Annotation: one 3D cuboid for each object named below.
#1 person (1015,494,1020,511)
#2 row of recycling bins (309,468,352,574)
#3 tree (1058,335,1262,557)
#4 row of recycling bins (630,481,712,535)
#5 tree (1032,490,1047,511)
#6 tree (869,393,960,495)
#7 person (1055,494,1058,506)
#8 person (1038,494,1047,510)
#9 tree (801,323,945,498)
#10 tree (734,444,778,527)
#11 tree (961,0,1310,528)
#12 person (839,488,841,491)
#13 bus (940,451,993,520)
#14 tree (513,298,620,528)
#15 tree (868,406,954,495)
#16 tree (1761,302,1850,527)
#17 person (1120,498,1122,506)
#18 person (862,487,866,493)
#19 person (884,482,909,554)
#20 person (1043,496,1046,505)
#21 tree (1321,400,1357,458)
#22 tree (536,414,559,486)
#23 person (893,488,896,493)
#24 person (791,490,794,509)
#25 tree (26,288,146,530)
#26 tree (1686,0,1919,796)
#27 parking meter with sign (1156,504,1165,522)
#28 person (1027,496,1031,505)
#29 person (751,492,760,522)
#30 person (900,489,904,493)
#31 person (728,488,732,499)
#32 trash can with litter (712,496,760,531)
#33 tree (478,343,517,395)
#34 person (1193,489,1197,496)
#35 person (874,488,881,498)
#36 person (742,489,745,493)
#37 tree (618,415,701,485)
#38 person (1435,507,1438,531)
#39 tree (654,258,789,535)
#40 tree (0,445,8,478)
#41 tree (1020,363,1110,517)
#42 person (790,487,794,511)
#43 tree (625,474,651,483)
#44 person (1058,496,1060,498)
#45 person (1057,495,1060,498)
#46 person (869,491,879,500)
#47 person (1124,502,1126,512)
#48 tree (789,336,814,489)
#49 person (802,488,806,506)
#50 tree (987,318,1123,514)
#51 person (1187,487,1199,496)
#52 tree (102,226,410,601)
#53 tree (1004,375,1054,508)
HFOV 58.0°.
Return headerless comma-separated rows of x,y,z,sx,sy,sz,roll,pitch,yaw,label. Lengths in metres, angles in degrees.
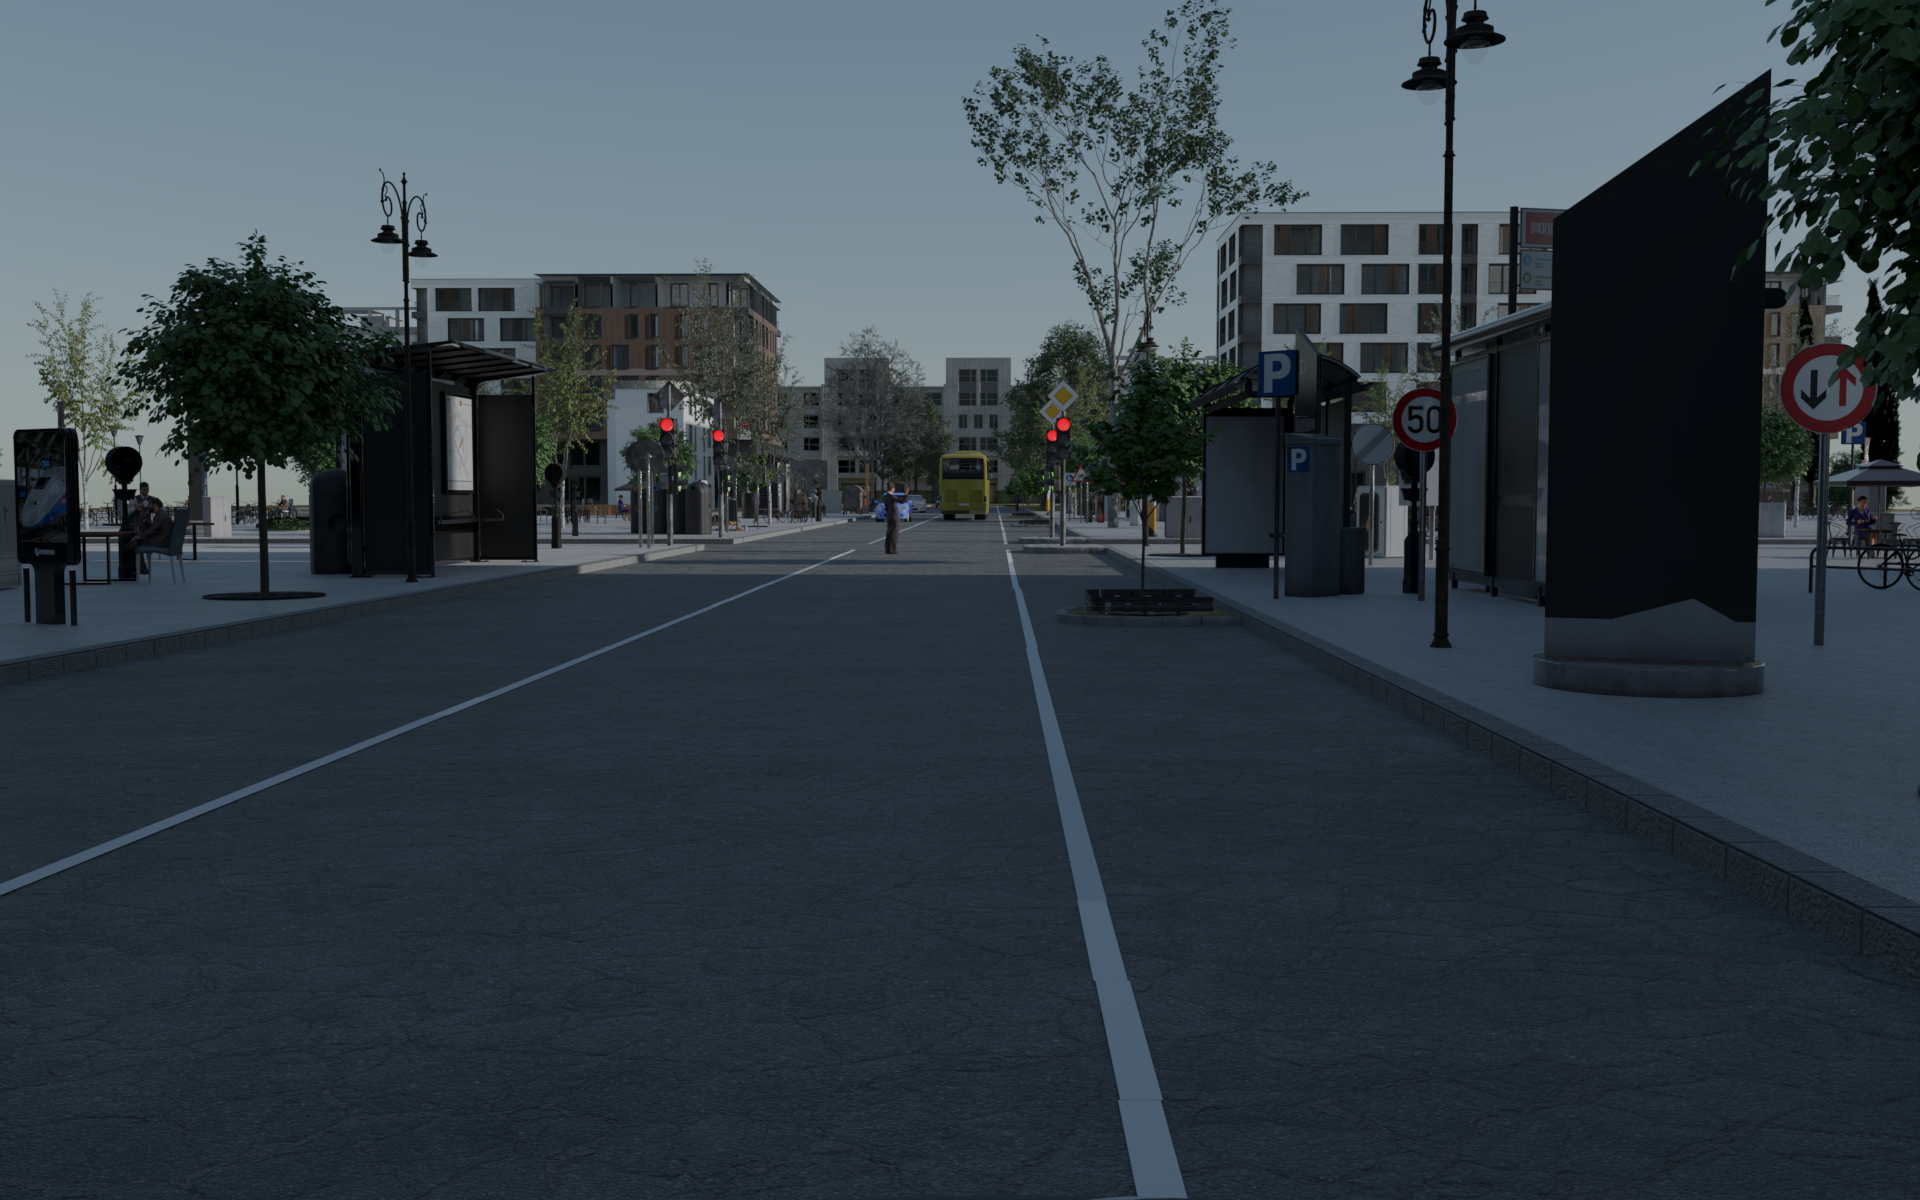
4.927,-8.385,146.397,0.445,1.727,0.742,-1,4,-13,person
-9.999,-1.359,29.333,1.069,1.692,3.534,0,4,1,row of recycling bins
4.620,-3.187,35.815,4.285,4.588,4.351,0,3,0,tree
-9.312,-2.978,55.805,3.534,1.692,1.069,3,5,39,row of recycling bins
6.972,-9.685,152.943,1.663,3.219,1.824,0,3,0,tree
-4.794,-16.606,188.511,9.611,12.733,9.660,0,3,0,tree
10.383,-11.253,190.745,1.217,1.743,0.721,-3,4,-37,person
6.788,-8.021,137.708,1.217,1.766,0.721,-1,4,-16,person
-6.467,-13.157,125.481,12.009,13.543,11.850,0,3,0,tree
-8.108,-4.447,67.307,1.663,3.219,1.824,0,3,0,tree
7.218,-12.793,65.061,12.611,20.169,13.585,0,3,0,tree
-11.144,-9.433,160.203,0.705,1.831,1.348,-1,4,-11,person
0.357,-6.553,98.689,2.896,3.916,12.252,0,4,2,bus
-15.088,-7.062,65.824,4.737,8.622,4.395,0,3,0,tree
-5.177,-14.569,172.607,8.767,10.594,7.601,0,4,7,tree
32.113,-7.116,66.715,4.360,8.622,3.978,0,3,0,tree
17.583,-11.220,189.484,1.348,1.824,0.705,-2,4,-33,person
-7.505,-7.856,134.360,0.709,1.838,0.599,-2,4,-31,person
-1.497,-1.961,41.366,0.742,1.727,0.445,1,4,20,person
9.509,-11.560,195.037,0.705,1.826,1.348,1,4,10,person
25.824,-10.515,122.288,4.360,8.622,3.978,0,3,0,tree
-15.751,-4.732,61.080,4.285,4.588,4.351,0,3,0,tree
-5.793,-9.093,154.655,0.705,1.831,1.348,2,4,31,person
-13.199,-8.017,137.795,0.621,1.740,0.551,1,4,22,person
-31.400,-6.850,62.367,4.737,8.622,4.395,0,3,0,tree
4.664,-1.423,6.984,4.285,4.588,4.351,0,3,0,tree
9.576,-5.127,80.079,1.738,3.016,0.543,1,4,22,parking meter with sign
8.046,-11.826,200.197,0.445,1.727,0.742,3,5,44,person
-9.453,-4.468,80.008,0.530,1.710,0.541,3,4,37,person
-5.387,-9.521,162.389,1.217,1.739,0.721,-2,4,-31,person
-18.505,-8.141,139.163,0.705,1.822,1.348,0,4,4,person
-8.277,-3.041,60.770,2.233,1.210,1.678,2,4,30,trash can with litter
-23.162,-8.149,83.593,4.360,8.622,3.978,0,3,0,tree
20.349,-8.783,150.567,0.541,1.710,0.530,1,4,22,person
-7.642,-9.247,157.174,0.705,1.831,1.348,2,4,35,person
-16.642,-7.794,134.254,0.721,1.735,1.217,-1,4,-21,person
-12.386,-5.366,71.449,4.285,4.588,4.351,0,3,0,tree
16.768,-2.820,60.436,0.859,0.850,0.655,0,4,-1,person
-7.427,-6.324,53.756,4.360,8.622,3.978,0,3,0,tree
-62.249,-8.212,97.170,11.467,7.101,20.602,-1,4,-11,tree
6.183,-8.934,96.434,4.737,8.622,4.395,0,3,0,tree
-12.608,-7.560,129.747,1.348,1.812,0.705,0,4,5,person
-15.706,-5.625,86.567,1.663,3.219,1.824,0,3,0,tree
9.438,-9.204,159.744,0.991,1.433,0.599,1,4,21,person
9.307,-9.107,155.764,1.217,1.723,0.721,1,4,22,person
-6.677,-7.630,130.810,1.348,1.822,0.705,-2,4,-29,person
12.235,-7.364,127.157,1.217,1.736,0.721,-3,4,-36,person
-8.229,-7.605,74.705,4.360,8.622,3.978,0,3,0,tree
-8.936,-5.478,97.072,0.593,1.643,0.415,0,4,-7,person
7.055,-11.967,112.666,9.611,12.733,9.660,0,3,0,tree
9.253,-3.846,69.734,0.742,1.727,0.445,-3,4,-38,person
-8.739,-2.308,21.451,4.285,4.588,4.351,0,3,0,tree
7.380,-14.961,162.731,7.486,12.596,7.792,0,3,0,tree
